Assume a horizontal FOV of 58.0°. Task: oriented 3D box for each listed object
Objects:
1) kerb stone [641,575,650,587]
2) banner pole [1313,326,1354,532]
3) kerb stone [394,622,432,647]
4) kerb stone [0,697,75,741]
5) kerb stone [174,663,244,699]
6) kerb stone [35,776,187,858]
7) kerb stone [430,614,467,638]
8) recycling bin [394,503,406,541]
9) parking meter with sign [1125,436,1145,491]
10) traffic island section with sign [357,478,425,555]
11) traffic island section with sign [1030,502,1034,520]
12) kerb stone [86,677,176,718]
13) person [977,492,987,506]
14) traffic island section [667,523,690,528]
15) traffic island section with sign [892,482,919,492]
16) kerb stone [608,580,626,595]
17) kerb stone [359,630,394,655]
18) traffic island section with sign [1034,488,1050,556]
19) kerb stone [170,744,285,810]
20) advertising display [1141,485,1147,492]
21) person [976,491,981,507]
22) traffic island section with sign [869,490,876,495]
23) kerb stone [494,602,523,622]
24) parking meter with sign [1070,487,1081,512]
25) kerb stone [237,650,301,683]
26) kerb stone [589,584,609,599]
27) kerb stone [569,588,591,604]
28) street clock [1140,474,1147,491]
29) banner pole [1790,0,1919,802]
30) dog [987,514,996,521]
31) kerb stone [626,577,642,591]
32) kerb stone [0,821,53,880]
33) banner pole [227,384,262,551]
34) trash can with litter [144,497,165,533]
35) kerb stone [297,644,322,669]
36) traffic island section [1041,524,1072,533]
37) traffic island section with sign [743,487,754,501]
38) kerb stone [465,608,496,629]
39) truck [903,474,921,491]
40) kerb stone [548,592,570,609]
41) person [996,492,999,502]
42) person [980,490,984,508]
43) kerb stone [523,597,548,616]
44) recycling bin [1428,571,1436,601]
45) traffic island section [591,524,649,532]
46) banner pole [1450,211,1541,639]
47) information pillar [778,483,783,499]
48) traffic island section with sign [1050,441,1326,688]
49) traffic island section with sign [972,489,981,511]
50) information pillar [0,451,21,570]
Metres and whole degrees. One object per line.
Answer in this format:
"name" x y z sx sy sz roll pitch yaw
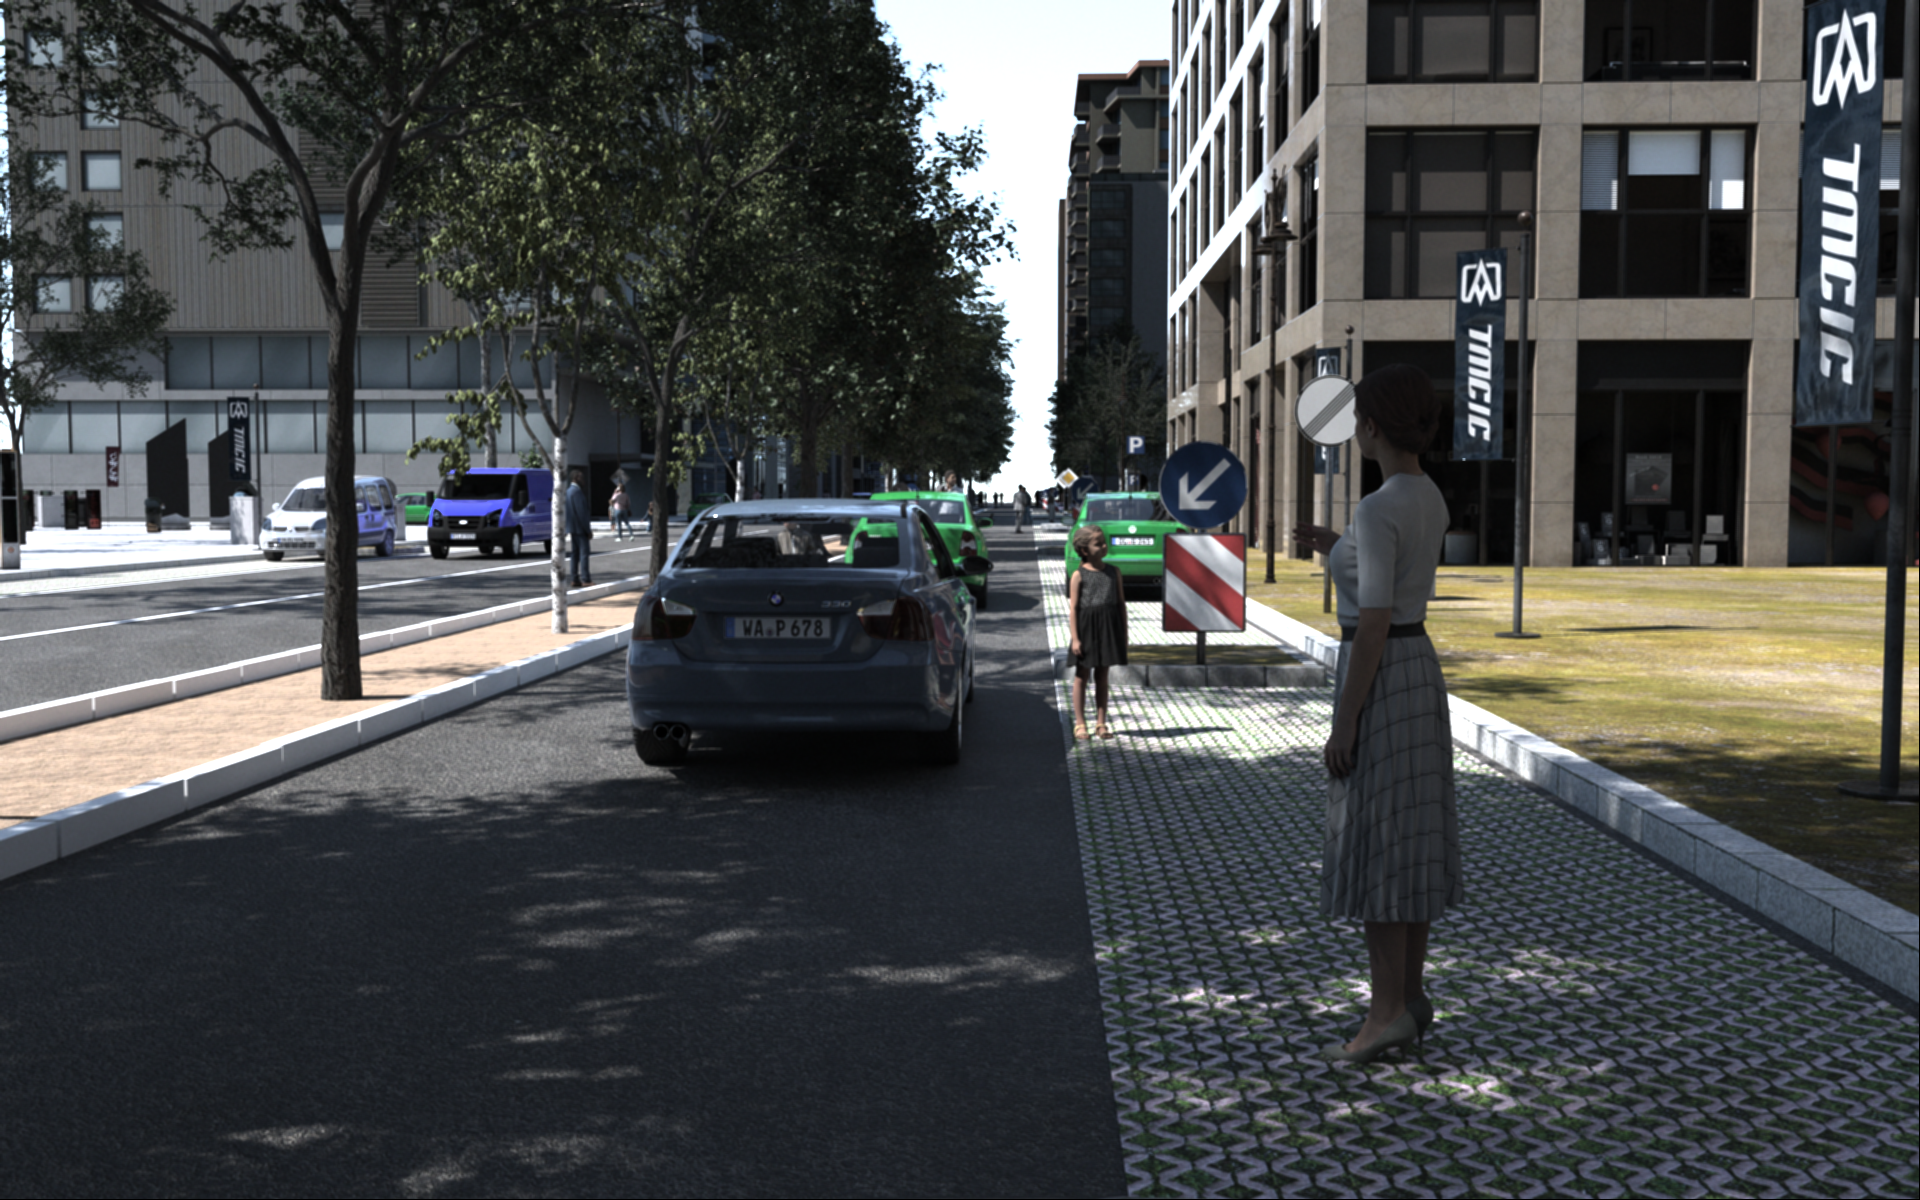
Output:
"kerb stone" -4.907 -0.285 26.863 0.120 0.150 1.000 0 4 2
"banner pole" 5.643 -2.202 26.021 0.401 3.779 0.863 -3 5 -40
"kerb stone" -5.320 0.350 16.602 0.120 0.150 1.000 0 4 2
"kerb stone" -5.565 0.720 10.453 0.120 0.150 1.000 0 4 2
"kerb stone" -5.475 0.599 12.505 0.120 0.150 1.000 0 4 2
"kerb stone" -3.581 0.910 7.320 0.120 0.150 1.000 0 4 2
"kerb stone" -5.273 0.280 17.634 0.120 0.150 1.000 0 4 2
"recycling bin" -15.615 -2.123 47.271 0.722 1.027 0.722 -3 5 -43
"parking meter with sign" 5.290 -3.456 52.769 0.543 3.016 1.738 0 4 2
"traffic island section with sign" -13.987 -2.012 41.517 1.989 1.847 2.006 0 4 2
"traffic island section with sign" 4.996 -5.320 95.617 1.989 1.847 2.006 0 4 2
"kerb stone" -5.522 0.657 11.477 0.120 0.150 1.000 0 4 2
"person" 2.312 -10.916 187.695 1.217 1.735 0.721 1 4 20
"traffic island section" -12.690 -3.174 74.177 2.009 0.180 2.903 0 4 2
"traffic island section with sign" -2.017 -3.992 73.411 2.006 1.907 1.989 0 4 2
"kerb stone" -4.992 -0.160 24.813 0.120 0.150 1.000 0 4 2
"kerb stone" -5.359 0.406 15.576 0.120 0.150 1.000 0 4 2
"traffic island section with sign" 2.819 -1.970 40.844 1.989 1.847 2.006 0 4 2
"kerb stone" -3.539 0.853 8.345 0.120 0.150 1.000 0 4 2
"advertising display" 12.555 -6.996 119.590 0.123 1.923 0.974 -2 4 -33
"person" 2.252 -11.586 198.073 0.705 1.807 1.348 3 5 40
"traffic island section with sign" -8.743 -10.096 173.691 1.989 1.847 2.006 0 4 2
"kerb stone" -5.196 0.154 19.678 0.120 0.150 1.000 0 4 2
"parking meter with sign" 8.739 -7.834 124.349 1.738 3.016 0.543 -1 4 -12
"kerb stone" -5.436 0.532 13.529 0.120 0.150 1.000 0 4 2
"kerb stone" -5.035 -0.098 23.792 0.120 0.150 1.000 0 4 2
"kerb stone" -5.070 -0.035 22.770 0.120 0.150 1.000 0 4 2
"street clock" 6.576 -3.586 63.197 0.471 2.002 0.358 -1 4 -17
"banner pole" 3.915 -1.070 7.511 0.401 3.779 0.863 -1 4 -14
"dog" 1.695 -4.428 92.587 0.550 0.427 0.748 1 4 8
"kerb stone" -4.956 -0.220 25.841 0.120 0.150 1.000 0 4 2
"kerb stone" -3.623 0.975 6.299 0.120 0.150 1.000 0 4 2
"banner pole" -16.191 -3.018 39.364 0.863 3.779 0.401 -1 4 -12
"trash can with litter" -26.806 -2.831 57.674 0.624 1.170 1.055 -2 4 -25
"kerb stone" -5.401 0.468 14.550 0.120 0.150 1.000 0 4 2
"traffic island section" 4.122 -2.644 65.517 2.009 0.180 2.903 0 4 2
"traffic island section with sign" -11.806 -5.370 96.420 1.989 1.847 2.006 0 4 2
"kerb stone" -5.239 0.222 18.657 0.120 0.150 1.000 0 4 2
"truck" -4.634 -12.461 193.490 2.967 4.110 18.799 0 4 0
"kerb stone" -5.117 0.035 21.735 0.120 0.150 1.000 0 4 2
"person" 6.365 -17.730 298.403 1.348 1.821 0.705 -1 4 -15
"person" 2.284 -10.538 180.799 0.705 1.823 1.348 -1 4 -8
"kerb stone" -5.150 0.093 20.704 0.120 0.150 1.000 0 4 2
"recycling bin" 5.269 -0.515 20.978 0.722 1.027 0.722 -1 4 -22
"traffic island section" -13.006 -2.686 66.198 2.009 0.180 2.903 0 4 2
"banner pole" 4.820 -1.563 15.573 0.863 3.779 0.401 3 4 38
"information pillar" -12.436 -7.059 119.903 0.304 2.012 0.304 -1 4 -11
"traffic island section with sign" 1.741 -0.311 13.713 1.989 1.847 2.006 0 4 2
"traffic island section with sign" 0.948 -8.584 148.491 2.006 1.907 1.989 0 4 2
"information pillar" -16.193 -1.524 29.406 0.304 2.012 0.304 3 5 42
